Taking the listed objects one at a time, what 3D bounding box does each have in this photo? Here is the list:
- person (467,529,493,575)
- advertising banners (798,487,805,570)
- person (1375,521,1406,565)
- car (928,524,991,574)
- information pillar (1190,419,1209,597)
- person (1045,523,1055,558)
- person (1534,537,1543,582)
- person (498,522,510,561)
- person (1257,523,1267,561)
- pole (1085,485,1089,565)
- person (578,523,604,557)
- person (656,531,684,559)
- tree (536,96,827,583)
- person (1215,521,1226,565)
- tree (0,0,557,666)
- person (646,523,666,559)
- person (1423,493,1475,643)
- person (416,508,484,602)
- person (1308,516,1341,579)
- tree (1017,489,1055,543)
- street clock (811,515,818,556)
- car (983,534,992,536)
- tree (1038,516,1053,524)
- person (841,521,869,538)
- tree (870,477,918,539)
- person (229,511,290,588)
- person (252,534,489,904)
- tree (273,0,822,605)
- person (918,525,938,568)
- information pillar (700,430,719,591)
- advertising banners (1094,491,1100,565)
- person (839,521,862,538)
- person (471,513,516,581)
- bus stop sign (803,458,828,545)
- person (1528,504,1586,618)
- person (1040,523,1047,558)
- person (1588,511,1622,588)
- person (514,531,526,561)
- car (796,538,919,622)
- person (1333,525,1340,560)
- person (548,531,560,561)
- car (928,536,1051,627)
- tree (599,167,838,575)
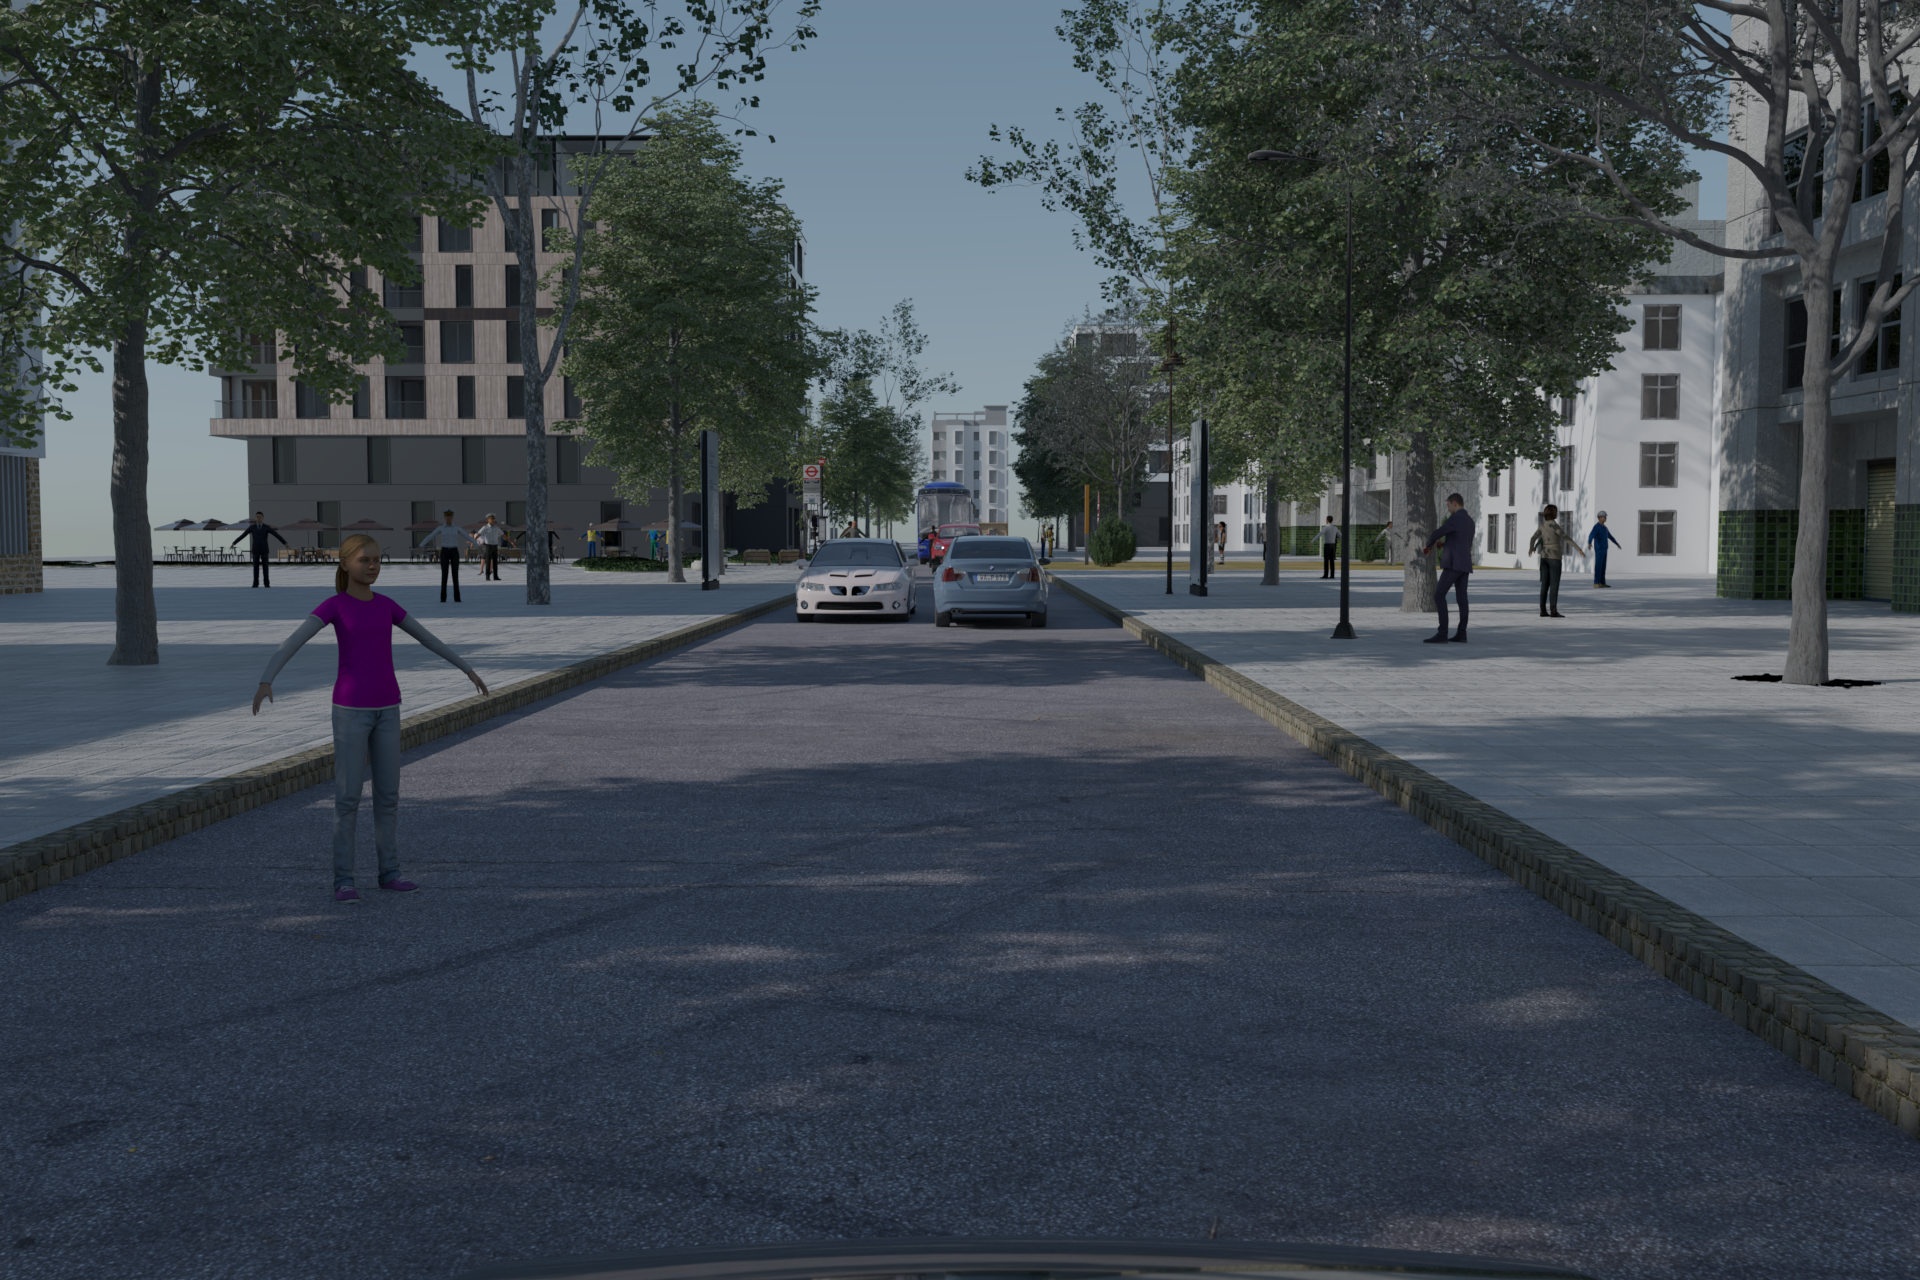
[{"bbox_3d":[-15.029,-2.760,54.360,0.799,1.438,0.628,-2,4,-28],"label":"person"},{"bbox_3d":[-5.790,-4.113,63.436,0.090,3.025,2.074,0,4,0],"label":"advertising banners"},{"bbox_3d":[17.560,-3.947,70.713,1.347,1.806,0.705,0,4,-4],"label":"person"},{"bbox_3d":[0.002,-3.328,63.082,2.281,1.827,5.304,0,4,0],"label":"car"},{"bbox_3d":[4.996,-2.745,36.191,0.184,3.620,1.656,0,4,1],"label":"information pillar"},{"bbox_3d":[4.923,-5.359,93.383,0.705,1.858,1.354,0,4,-4],"label":"person"},{"bbox_3d":[15.797,-2.288,46.613,0.989,1.438,0.599,-2,4,-27],"label":"person"},{"bbox_3d":[-21.960,-4.742,83.315,0.705,1.856,1.354,1,4,15],"label":"person"},{"bbox_3d":[14.655,-4.681,82.658,0.705,1.813,1.348,-3,4,-37],"label":"person"},{"bbox_3d":[5.275,-4.780,71.991,0.158,3.312,0.155,0,3,0],"label":"pole"},{"bbox_3d":[-18.716,-5.018,88.018,1.349,1.833,0.705,0,4,7],"label":"person"},{"bbox_3d":[-12.088,-4.028,72.315,1.216,1.772,0.721,0,4,7],"label":"person"},{"bbox_3d":[-7.373,-7.771,45.176,7.486,12.596,7.792,0,3,0],"label":"tree"},{"bbox_3d":[10.934,-4.062,72.556,0.704,1.843,1.345,0,4,-4],"label":"person"},{"bbox_3d":[-7.788,-6.045,16.967,7.486,12.596,7.792,0,3,0],"label":"tree"},{"bbox_3d":[-14.810,-4.769,84.094,1.347,1.817,0.704,3,4,37],"label":"person"},{"bbox_3d":[5.747,-0.857,20.502,0.568,1.767,0.683,3,5,44],"label":"person"},{"bbox_3d":[-9.587,-1.596,32.556,1.216,1.778,0.721,-1,4,-21],"label":"person"},{"bbox_3d":[10.565,-2.661,49.658,1.344,1.810,0.704,-2,4,-28],"label":"person"},{"bbox_3d":[12.014,-19.871,259.307,7.601,10.594,8.767,0,4,6],"label":"tree"},{"bbox_3d":[-5.403,-3.675,64.649,0.358,2.002,0.471,0,4,2],"label":"street clock"},{"bbox_3d":[0.702,-3.588,70.456,2.131,1.459,4.920,0,4,0],"label":"car"},{"bbox_3d":[13.318,-18.480,252.516,4.360,8.622,3.978,0,3,0],"label":"tree"},{"bbox_3d":[-4.085,-3.724,67.155,1.348,1.796,0.705,-1,4,-11],"label":"person"},{"bbox_3d":[-9.673,-20.482,253.014,7.486,12.596,7.792,0,3,0],"label":"tree"},{"bbox_3d":[-16.742,-2.164,41.437,1.345,1.823,0.704,-1,4,-17],"label":"person"},{"bbox_3d":[-2.305,0.301,6.806,0.599,1.433,0.991,3,5,42],"label":"person"},{"bbox_3d":[-8.307,-10.625,29.615,12.611,20.169,13.585,0,3,0],"label":"tree"},{"bbox_3d":[-1.127,-3.973,73.639,1.346,1.802,0.704,0,4,3],"label":"person"},{"bbox_3d":[-5.763,-2.974,39.946,0.184,3.620,1.656,0,4,0],"label":"information pillar"},{"bbox_3d":[5.574,-4.542,70.444,0.090,3.025,2.074,0,4,1],"label":"advertising banners"},{"bbox_3d":[-4.379,-3.866,69.344,1.346,1.812,0.704,2,4,33],"label":"person"},{"bbox_3d":[-12.886,-2.564,47.705,1.343,1.855,0.704,-3,5,-43],"label":"person"},{"bbox_3d":[-5.072,-4.419,60.952,0.855,3.939,0.416,0,4,1],"label":"bus stop sign"},{"bbox_3d":[9.154,-1.216,26.644,0.721,1.744,1.215,-1,4,-22],"label":"person"},{"bbox_3d":[4.182,-4.921,86.308,0.705,1.847,1.347,0,4,5],"label":"person"},{"bbox_3d":[15.362,-2.174,41.423,1.347,1.842,0.705,-3,4,-38],"label":"person"},{"bbox_3d":[-19.975,-4.531,80.274,1.347,1.806,0.705,0,4,-8],"label":"person"},{"bbox_3d":[-1.725,-1.064,29.755,2.083,1.381,4.827,0,4,1],"label":"car"},{"bbox_3d":[18.546,-4.819,85.513,0.721,1.740,1.216,2,4,32],"label":"person"},{"bbox_3d":[-19.540,-4.666,82.222,0.705,1.837,1.347,3,5,45],"label":"person"},{"bbox_3d":[0.484,-0.977,27.973,2.014,1.417,4.499,0,4,0],"label":"car"},{"bbox_3d":[-7.722,-8.333,54.372,7.486,12.596,7.792,0,3,0],"label":"tree"}]
